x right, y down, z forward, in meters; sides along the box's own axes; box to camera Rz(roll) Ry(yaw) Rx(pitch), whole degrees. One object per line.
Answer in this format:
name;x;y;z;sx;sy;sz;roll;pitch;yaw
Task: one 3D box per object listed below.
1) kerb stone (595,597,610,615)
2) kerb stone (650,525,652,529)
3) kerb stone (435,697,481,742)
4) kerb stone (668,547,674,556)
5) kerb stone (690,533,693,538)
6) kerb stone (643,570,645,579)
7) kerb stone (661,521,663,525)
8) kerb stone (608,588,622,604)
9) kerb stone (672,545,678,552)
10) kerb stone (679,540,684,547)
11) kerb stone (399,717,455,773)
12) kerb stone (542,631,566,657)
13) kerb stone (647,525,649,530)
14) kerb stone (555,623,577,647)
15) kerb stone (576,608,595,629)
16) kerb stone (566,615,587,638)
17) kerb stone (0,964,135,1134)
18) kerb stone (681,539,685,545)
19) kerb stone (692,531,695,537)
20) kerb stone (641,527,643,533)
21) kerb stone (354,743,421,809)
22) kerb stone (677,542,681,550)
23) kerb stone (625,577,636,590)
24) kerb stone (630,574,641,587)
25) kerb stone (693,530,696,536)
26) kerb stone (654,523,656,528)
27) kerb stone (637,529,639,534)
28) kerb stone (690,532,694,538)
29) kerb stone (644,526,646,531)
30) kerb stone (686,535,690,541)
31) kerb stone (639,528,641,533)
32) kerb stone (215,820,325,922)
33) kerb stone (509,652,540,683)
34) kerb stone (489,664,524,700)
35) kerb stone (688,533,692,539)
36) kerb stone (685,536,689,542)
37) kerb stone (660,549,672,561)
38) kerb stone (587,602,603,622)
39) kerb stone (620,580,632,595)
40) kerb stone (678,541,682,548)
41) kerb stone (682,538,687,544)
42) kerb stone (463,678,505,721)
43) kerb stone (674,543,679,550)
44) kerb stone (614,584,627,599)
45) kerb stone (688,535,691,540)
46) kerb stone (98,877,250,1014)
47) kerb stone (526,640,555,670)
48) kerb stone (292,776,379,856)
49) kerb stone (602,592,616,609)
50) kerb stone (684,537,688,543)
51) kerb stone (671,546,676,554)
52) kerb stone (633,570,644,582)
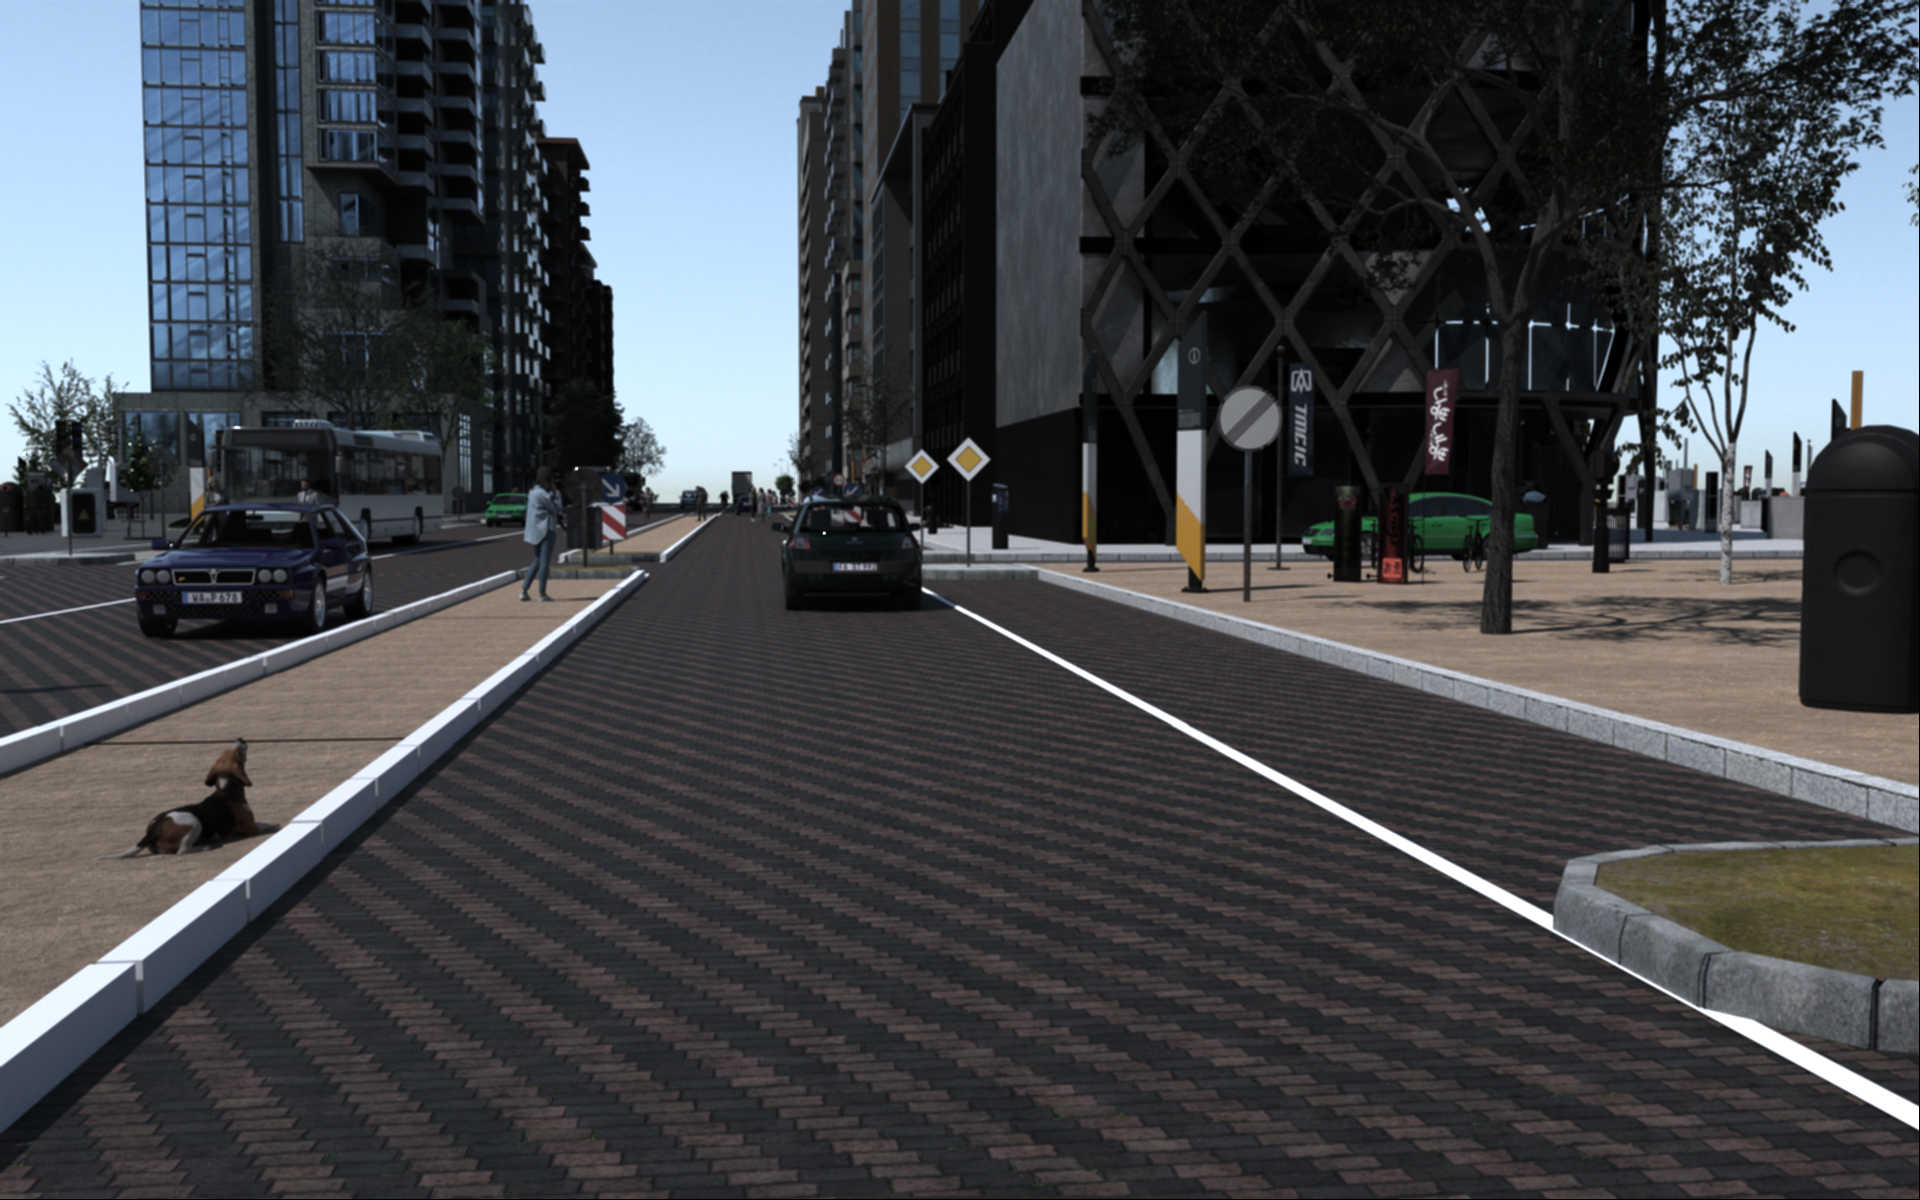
kerb stone;-4.284;0.102;20.550;0.120;0.150;1.000;0;4;-7
kerb stone;-12.407;-2.839;68.619;0.120;0.150;1.000;0;4;-7
kerb stone;-3.018;0.728;10.365;0.120;0.150;1.000;0;4;-7
kerb stone;-6.637;-1.048;39.367;0.120;0.150;1.000;0;4;-7
kerb stone;-8.414;-1.921;53.611;0.120;0.150;1.000;0;4;-7
kerb stone;-5.309;-0.397;28.682;0.120;0.150;1.000;0;4;-7
kerb stone;-13.556;-3.400;77.782;0.120;0.150;1.000;0;4;-7
kerb stone;-4.541;-0.024;22.582;0.120;0.150;1.000;0;4;-7
kerb stone;-6.894;-1.172;41.408;0.120;0.150;1.000;0;4;-7
kerb stone;-7.394;-1.418;45.474;0.120;0.150;1.000;0;4;-7
kerb stone;-2.885;0.786;9.347;0.120;0.150;1.000;0;4;-7
kerb stone;-3.649;0.412;15.454;0.120;0.150;1.000;0;4;-7
kerb stone;-12.155;-2.714;66.587;0.120;0.150;1.000;0;4;-7
kerb stone;-3.780;0.354;16.471;0.120;0.150;1.000;0;4;-7
kerb stone;-4.035;0.226;18.521;0.120;0.150;1.000;0;4;-7
kerb stone;-3.901;0.287;17.497;0.120;0.150;1.000;0;4;-7
kerb stone;-2.255;1.099;4.243;0.120;0.150;1.000;0;4;-7
kerb stone;-7.526;-1.484;46.487;0.120;0.150;1.000;0;4;-7
kerb stone;-8.665;-2.046;55.641;0.120;0.150;1.000;0;4;-7
kerb stone;-11.641;-2.467;62.523;0.120;0.150;1.000;0;4;-7
kerb stone;-2.759;0.849;8.331;0.120;0.150;1.000;0;4;-7
kerb stone;-7.145;-1.300;43.445;0.120;0.150;1.000;0;4;-7
kerb stone;-4.919;-0.210;25.634;0.120;0.150;1.000;0;4;-7
kerb stone;-5.044;-0.268;26.655;0.120;0.150;1.000;0;4;-7
kerb stone;-8.792;-2.108;56.655;0.120;0.150;1.000;0;4;-7
kerb stone;-12.787;-3.024;71.669;0.120;0.150;1.000;0;4;-7
kerb stone;-11.390;-2.341;60.475;0.120;0.150;1.000;0;4;-7
kerb stone;-8.547;-1.980;54.625;0.120;0.150;1.000;0;4;-7
kerb stone;-11.900;-2.591;64.552;0.120;0.150;1.000;0;4;-7
kerb stone;-8.038;-1.735;50.556;0.120;0.150;1.000;0;4;-7
kerb stone;-11.516;-2.404;61.501;0.120;0.150;1.000;0;4;-7
kerb stone;-2.496;0.977;6.279;0.120;0.150;1.000;0;4;-7
kerb stone;-3.399;0.545;13.422;0.120;0.150;1.000;0;4;-7
kerb stone;-3.269;0.601;12.400;0.120;0.150;1.000;0;4;-7
kerb stone;-8.293;-1.859;52.584;0.120;0.150;1.000;0;4;-7
kerb stone;-7.908;-1.672;49.538;0.120;0.150;1.000;0;4;-7
kerb stone;-6.505;-0.988;38.350;0.120;0.150;1.000;0;4;-7
kerb stone;-4.156;0.163;19.536;0.120;0.150;1.000;0;4;-7
kerb stone;-4.792;-0.148;24.619;0.120;0.150;1.000;0;4;-7
kerb stone;-7.269;-1.361;44.459;0.120;0.150;1.000;0;4;-7
kerb stone;-7.646;-1.548;47.502;0.120;0.150;1.000;0;4;-7
kerb stone;-3.140;0.661;11.386;0.120;0.150;1.000;0;4;-7
kerb stone;-7.029;-1.233;42.427;0.120;0.150;1.000;0;4;-7
kerb stone;-4.662;-0.086;23.598;0.120;0.150;1.000;0;4;-7
kerb stone;-8.162;-1.788;51.571;0.120;0.150;1.000;0;4;-7
kerb stone;-2.371;1.036;5.259;0.120;0.150;1.000;0;4;-7
kerb stone;-3.517;0.475;14.437;0.120;0.150;1.000;0;4;-7
kerb stone;-2.631;0.911;7.305;0.120;0.150;1.000;0;4;-7
kerb stone;-4.409;0.039;21.564;0.120;0.150;1.000;0;4;-7
kerb stone;-7.781;-1.607;48.515;0.120;0.150;1.000;0;4;-7
kerb stone;-6.761;-1.110;40.388;0.120;0.150;1.000;0;4;-7
kerb stone;-5.175;-0.335;27.669;0.120;0.150;1.000;0;4;-7
